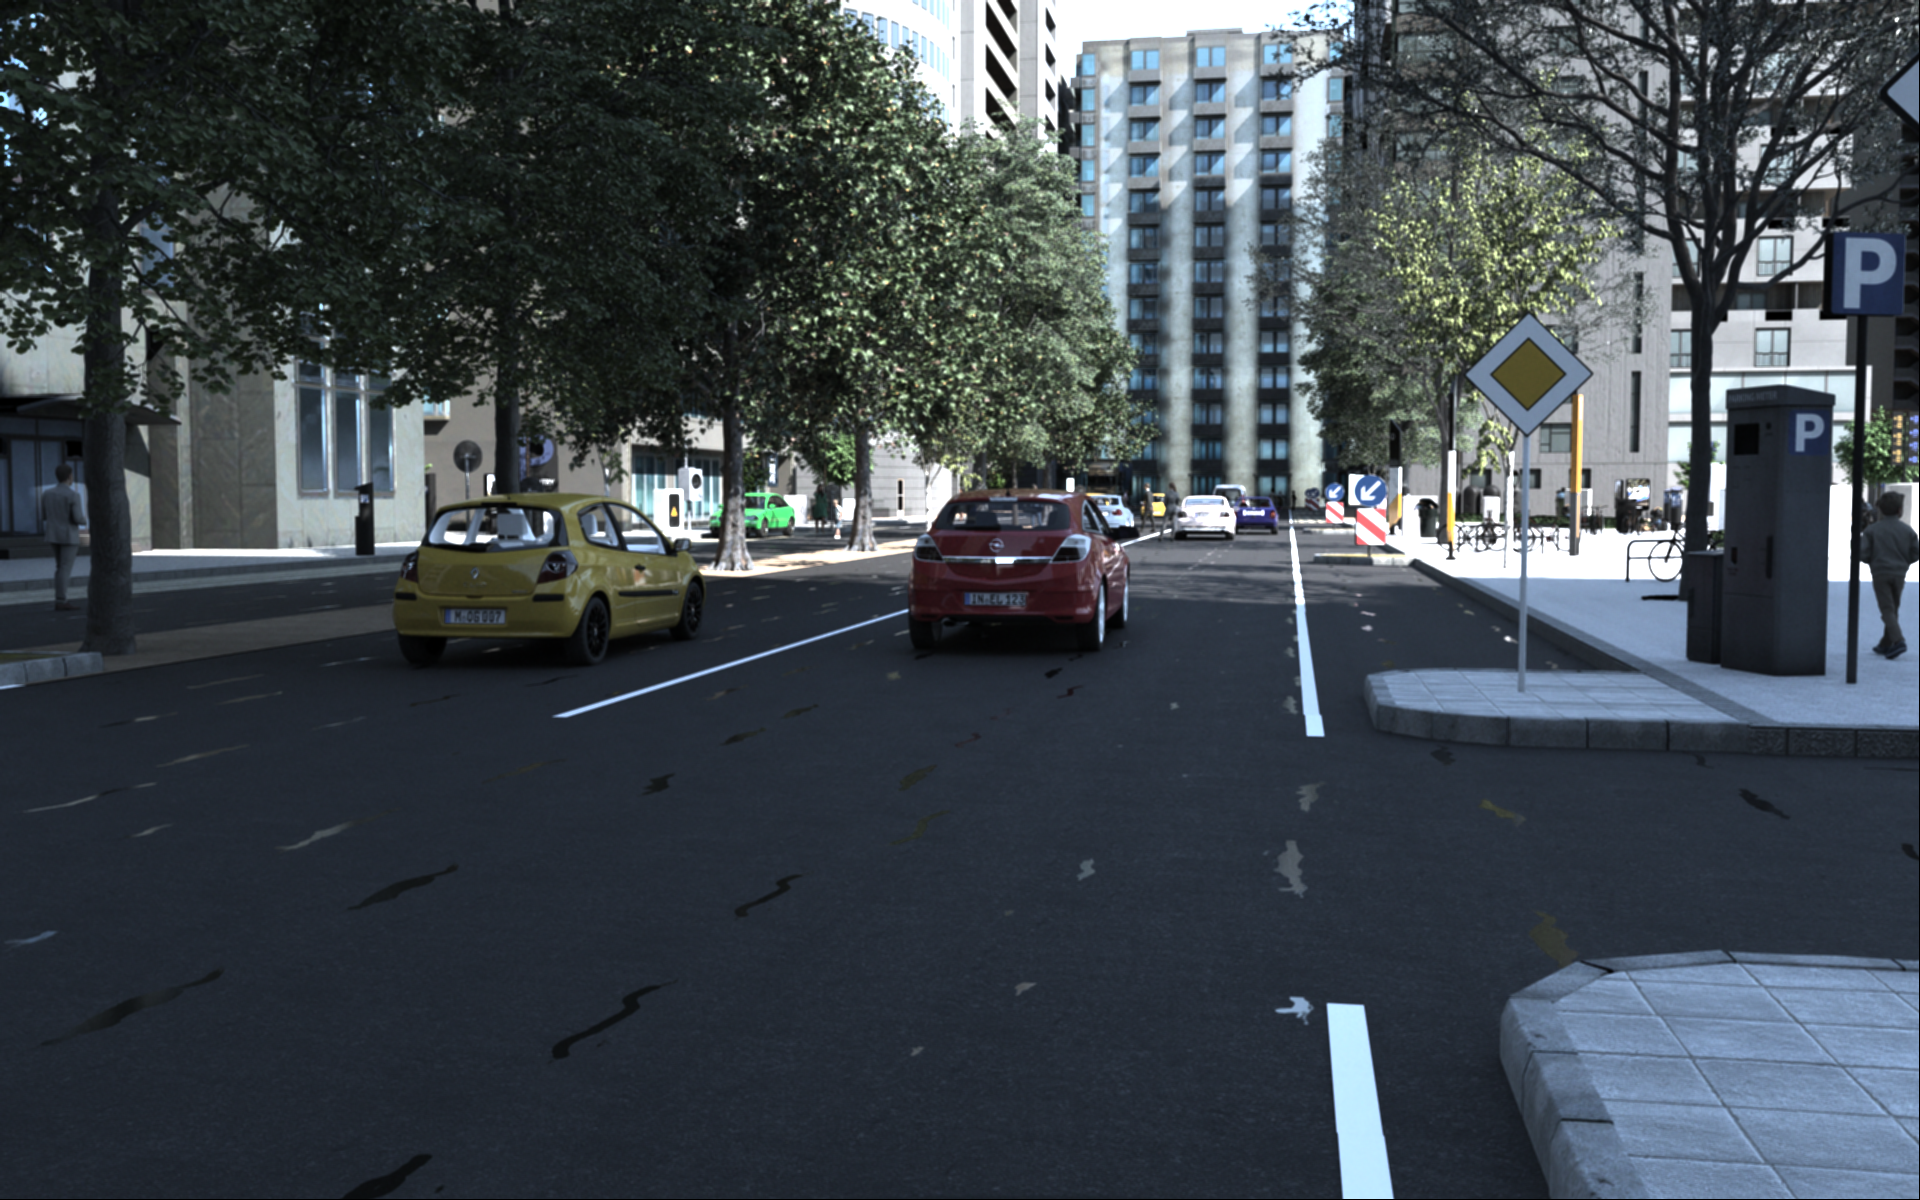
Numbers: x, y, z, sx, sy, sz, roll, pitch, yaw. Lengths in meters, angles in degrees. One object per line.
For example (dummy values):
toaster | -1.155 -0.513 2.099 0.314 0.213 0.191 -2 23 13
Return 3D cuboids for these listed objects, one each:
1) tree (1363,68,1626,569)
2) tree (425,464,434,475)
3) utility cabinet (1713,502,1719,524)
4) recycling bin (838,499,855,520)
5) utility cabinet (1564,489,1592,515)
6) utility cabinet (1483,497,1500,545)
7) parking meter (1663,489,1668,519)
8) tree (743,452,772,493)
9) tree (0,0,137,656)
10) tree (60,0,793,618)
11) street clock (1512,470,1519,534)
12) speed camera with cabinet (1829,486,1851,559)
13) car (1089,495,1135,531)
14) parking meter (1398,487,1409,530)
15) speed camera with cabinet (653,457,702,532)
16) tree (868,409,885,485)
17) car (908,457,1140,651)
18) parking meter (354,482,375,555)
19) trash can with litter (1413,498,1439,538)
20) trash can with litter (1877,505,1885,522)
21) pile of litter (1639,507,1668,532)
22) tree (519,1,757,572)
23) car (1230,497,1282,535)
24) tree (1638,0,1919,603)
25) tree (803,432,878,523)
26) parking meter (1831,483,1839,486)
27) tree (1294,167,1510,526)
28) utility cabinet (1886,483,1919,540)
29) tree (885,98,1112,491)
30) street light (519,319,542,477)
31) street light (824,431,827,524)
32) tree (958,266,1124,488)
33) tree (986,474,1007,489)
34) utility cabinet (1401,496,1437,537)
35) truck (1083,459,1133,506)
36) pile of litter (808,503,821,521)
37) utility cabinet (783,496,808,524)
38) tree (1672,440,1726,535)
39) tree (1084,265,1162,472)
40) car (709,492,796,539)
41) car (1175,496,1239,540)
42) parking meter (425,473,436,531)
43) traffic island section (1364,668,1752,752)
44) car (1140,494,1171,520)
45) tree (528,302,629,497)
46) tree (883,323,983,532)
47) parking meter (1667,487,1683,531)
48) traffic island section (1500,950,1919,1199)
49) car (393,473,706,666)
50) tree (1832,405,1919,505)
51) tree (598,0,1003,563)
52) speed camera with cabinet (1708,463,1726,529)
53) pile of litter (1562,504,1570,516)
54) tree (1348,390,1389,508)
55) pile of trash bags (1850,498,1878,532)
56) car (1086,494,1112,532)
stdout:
tree | 9.178 -4.844 29.569 4.737 8.622 4.395 0 3 0
tree | -16.651 -3.526 52.247 1.663 3.219 1.824 0 3 0
utility cabinet | 29.104 -3.607 67.661 1.173 1.500 0.318 1 4 18
recycling bin | -5.681 -4.573 87.319 0.722 1.027 0.722 -2 4 -25
utility cabinet | 28.096 -4.289 78.797 0.318 1.500 1.173 -3 5 -42
utility cabinet | 13.551 -2.019 44.169 0.306 1.237 1.020 2 4 24
parking meter | 32.476 -4.344 79.429 0.372 1.533 0.369 0 3 0
tree | -7.876 -4.353 65.767 1.663 3.219 1.824 0 3 0
tree | -7.580 -5.802 15.448 7.486 12.596 7.792 0 3 0
tree | -6.168 -6.303 23.634 7.486 12.596 7.792 0 3 0
street clock | 16.829 -2.952 52.840 0.358 2.002 0.471 3 5 43
speed camera with cabinet | 16.610 -2.423 33.949 2.038 3.252 0.660 -2 4 -30
car | 5.014 -2.929 59.896 2.014 1.417 4.499 1 4 9
parking meter | 15.827 -3.265 61.788 0.372 1.533 0.369 0 3 0
speed camera with cabinet | -9.769 -4.014 59.965 0.660 3.252 2.038 2 4 29
tree | -4.998 -8.072 82.342 4.360 8.622 3.978 0 3 0
car | 0.691 -0.512 17.413 2.155 1.783 4.494 1 4 10
parking meter | -12.486 -1.707 36.314 0.372 1.533 0.369 0 3 0
trash can with litter | 13.817 -2.410 50.785 1.055 1.170 0.624 -3 5 -43
trash can with litter | 24.531 -2.105 45.467 1.678 1.210 2.233 -1 4 -17
pile of litter | 23.617 -2.778 59.389 1.719 0.858 1.176 -2 4 -31
tree | -4.211 -6.886 32.046 9.611 12.733 9.660 0 3 0
car | 10.652 -3.065 62.698 1.945 1.354 3.894 1 4 10
tree | 8.838 -6.723 20.284 12.009 13.543 11.850 0 3 0
tree | -5.382 -5.745 77.646 4.285 4.588 4.351 0 3 0
parking meter | 18.925 -1.794 37.735 0.372 1.533 0.369 0 3 0
tree | 17.631 -9.929 68.989 9.857 13.997 8.962 0 3 0
utility cabinet | 18.760 -1.573 34.396 0.318 1.500 1.173 0 4 5
tree | 0.590 -9.045 56.990 9.857 13.997 8.962 0 3 0
street light | -11.215 -4.409 44.871 0.468 5.910 1.993 1 4 11
street light | -5.749 -6.171 73.686 0.468 5.910 1.993 1 4 11
tree | 2.235 -7.949 66.830 8.767 10.594 7.601 1 4 11
tree | 2.430 -7.749 121.304 1.663 3.219 1.824 0 3 0
utility cabinet | 13.782 -2.499 52.017 1.020 1.237 0.306 0 4 4
truck | 12.087 -9.257 140.266 2.839 4.237 11.283 1 4 13
pile of litter | -7.211 -4.288 84.066 1.719 0.858 1.176 -2 4 -35
utility cabinet | -7.087 -3.879 74.591 1.020 1.237 0.306 -1 4 -15
tree | 23.161 -3.645 54.197 1.663 3.219 1.824 0 3 0
tree | 3.814 -9.532 75.311 9.611 12.733 9.660 0 3 0
car | -6.787 -2.940 56.857 1.959 1.807 4.718 1 4 12
car | 7.852 -2.630 55.357 2.083 1.381 4.827 1 4 10
parking meter | -14.921 -2.622 48.587 0.399 1.863 0.255 2 4 25
traffic island section | 3.681 0.677 11.218 2.009 0.180 2.903 1 4 11
car | 10.915 -5.218 95.539 2.015 1.641 3.980 1 4 10
tree | -10.709 -6.183 51.447 4.737 8.622 4.395 0 3 0
tree | -0.922 -5.937 49.885 4.737 8.622 4.395 0 3 0
parking meter | 24.977 -3.179 60.392 0.372 1.533 0.369 0 3 0
traffic island section | 2.195 1.157 3.372 2.009 0.180 2.903 1 4 11
car | -3.628 -0.353 15.990 2.015 1.641 3.980 1 4 10
tree | 34.074 -4.917 64.105 4.285 4.588 4.351 0 3 0
tree | -2.396 -7.534 42.650 9.611 12.733 9.660 0 3 0
speed camera with cabinet | 22.735 -3.488 51.366 0.660 3.252 2.038 -1 4 -9
pile of litter | 26.290 -3.782 75.793 1.719 0.858 1.176 -3 4 -37
tree | 20.869 -8.381 87.396 4.360 8.622 3.978 0 3 0
pile of trash bags | 30.605 -2.876 56.775 1.912 1.369 3.447 0 4 6
car | 5.043 -3.373 65.375 2.015 1.641 3.980 1 4 10
